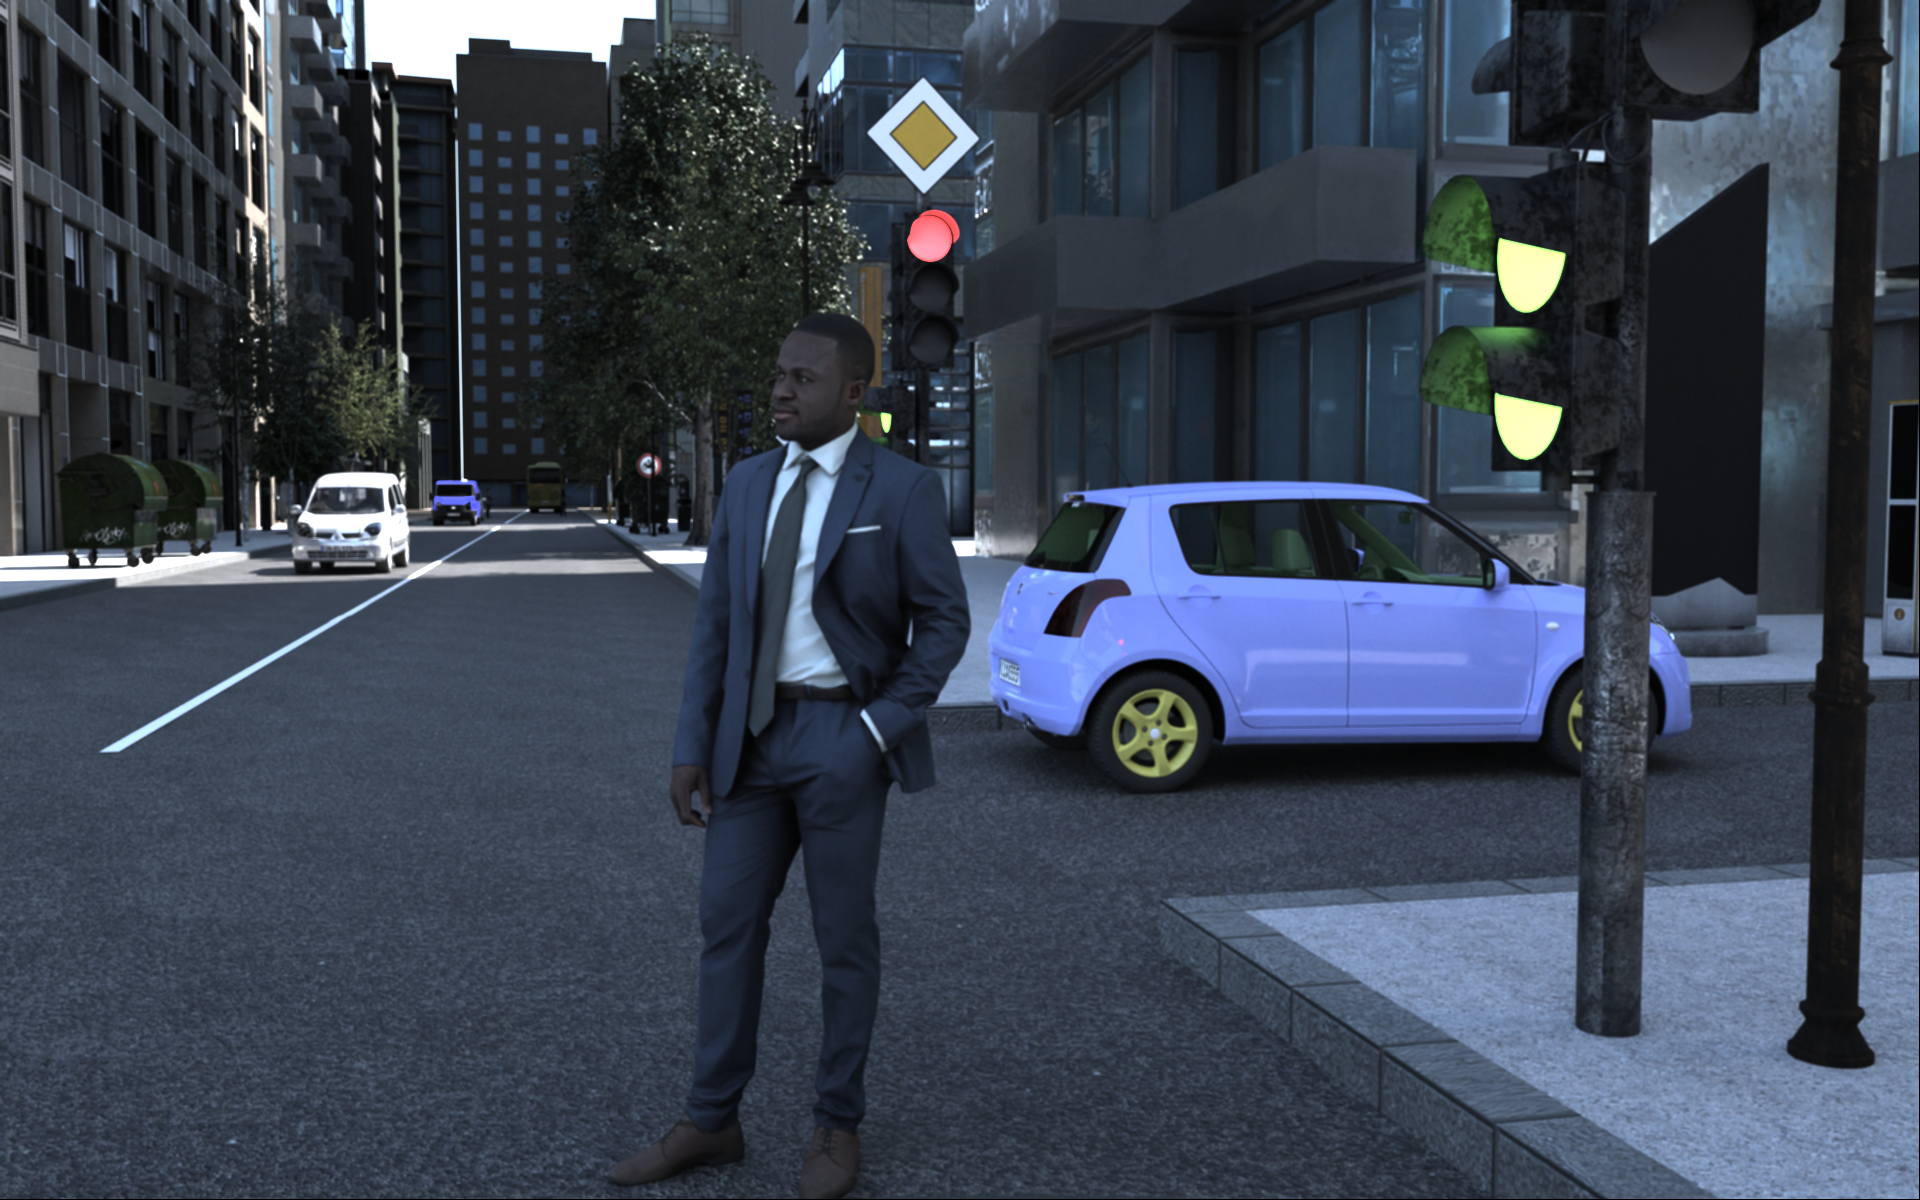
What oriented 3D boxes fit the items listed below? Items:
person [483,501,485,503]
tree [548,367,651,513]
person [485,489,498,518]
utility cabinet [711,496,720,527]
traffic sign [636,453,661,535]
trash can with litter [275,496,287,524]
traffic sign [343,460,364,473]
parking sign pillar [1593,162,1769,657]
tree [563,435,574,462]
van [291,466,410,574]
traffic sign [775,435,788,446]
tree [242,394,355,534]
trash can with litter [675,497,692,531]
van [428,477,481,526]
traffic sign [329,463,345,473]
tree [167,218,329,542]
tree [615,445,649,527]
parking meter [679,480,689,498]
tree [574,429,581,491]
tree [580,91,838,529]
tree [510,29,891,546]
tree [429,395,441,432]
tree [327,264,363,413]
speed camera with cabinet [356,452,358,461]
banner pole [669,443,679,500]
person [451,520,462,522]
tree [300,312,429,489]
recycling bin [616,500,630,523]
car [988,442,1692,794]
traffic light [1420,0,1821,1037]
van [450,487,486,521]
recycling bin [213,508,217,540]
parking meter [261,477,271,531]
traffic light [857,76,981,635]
[{"bbox_3d":[-29.678,-5.959,106.028,0.705,1.812,1.348,2,4,32],"label":"person"},{"bbox_3d":[-24.610,-12.200,117.602,7.486,12.596,7.792,0,3,0],"label":"tree"},{"bbox_3d":[-27.934,-5.764,103.271,0.750,1.759,0.617,-1,4,-19],"label":"person"},{"bbox_3d":[-8.055,-2.764,56.347,0.306,1.237,1.020,0,4,6],"label":"utility cabinet"},{"bbox_3d":[-9.667,-3.287,53.849,0.768,2.556,0.104,-1,4,-11],"label":"traffic sign"},{"bbox_3d":[-29.705,-3.942,75.513,1.678,1.210,2.233,-2,4,-25],"label":"trash can with litter"},{"bbox_3d":[-22.982,-4.012,65.695,0.768,2.556,0.104,-1,4,-10],"label":"traffic sign"},{"bbox_3d":[5.889,-1.573,14.193,1.447,3.967,1.447,-1,4,-15],"label":"parking sign pillar"},{"bbox_3d":[-20.964,-9.398,104.019,4.737,8.622,4.395,0,3,0],"label":"tree"},{"bbox_3d":[-11.391,-1.560,32.514,2.013,2.044,4.112,-1,4,-11],"label":"van"},{"bbox_3d":[-2.077,-1.346,23.199,0.795,2.450,0.064,0,4,-6],"label":"traffic sign"},{"bbox_3d":[-21.568,-4.452,56.496,4.285,4.588,4.351,0,3,0],"label":"tree"},{"bbox_3d":[-9.569,-2.948,59.588,0.624,1.170,1.055,-1,4,-17],"label":"trash can with litter"},{"bbox_3d":[-23.048,-4.583,79.316,2.240,2.365,5.245,-1,4,-13],"label":"van"},{"bbox_3d":[-23.149,-3.851,64.154,0.795,2.450,0.064,-1,4,-13],"label":"traffic sign"},{"bbox_3d":[-19.326,-5.890,46.663,4.360,8.622,3.978,0,3,0],"label":"tree"},{"bbox_3d":[-12.406,-4.435,67.115,1.663,3.219,1.824,0,3,0],"label":"tree"},{"bbox_3d":[-11.588,-4.101,72.770,0.399,1.863,0.255,1,4,18],"label":"parking meter"},{"bbox_3d":[-11.573,-6.904,63.250,4.737,8.622,4.395,0,3,0],"label":"tree"},{"bbox_3d":[-4.302,-4.992,31.989,4.737,8.622,4.395,0,3,0],"label":"tree"},{"bbox_3d":[-6.352,-7.716,43.158,9.611,12.733,9.660,0,3,0],"label":"tree"},{"bbox_3d":[-27.781,-8.185,84.191,4.737,8.622,4.395,0,3,0],"label":"tree"},{"bbox_3d":[-19.948,-6.187,51.525,4.360,8.622,3.978,0,3,0],"label":"tree"},{"bbox_3d":[-26.636,-4.908,74.575,2.038,3.252,0.660,1,4,17],"label":"speed camera with cabinet"},{"bbox_3d":[-14.040,-5.823,85.227,0.863,3.779,0.401,3,4,36],"label":"banner pole"},{"bbox_3d":[-25.525,-4.841,87.526,0.599,1.838,0.709,2,4,26],"label":"person"},{"bbox_3d":[-24.971,-7.388,71.151,4.737,8.622,4.395,0,3,0],"label":"tree"},{"bbox_3d":[-14.880,-3.943,77.020,0.722,1.027,0.722,0,4,1],"label":"recycling bin"},{"bbox_3d":[2.020,0.019,9.274,3.694,1.707,1.945,-1,4,-12],"label":"car"},{"bbox_3d":[1.537,-0.925,4.042,0.839,4.253,0.868,-1,4,-13],"label":"traffic light"},{"bbox_3d":[-26.238,-5.207,92.139,2.013,2.044,4.112,-1,4,-14],"label":"van"},{"bbox_3d":[-21.304,-2.200,48.524,0.722,1.027,0.722,0,4,-5],"label":"recycling bin"},{"bbox_3d":[-24.156,-3.338,60.280,0.255,1.863,0.399,-2,4,-32],"label":"parking meter"},{"bbox_3d":[-0.277,-1.400,11.819,0.839,4.253,0.868,-1,4,-13],"label":"traffic light"}]
